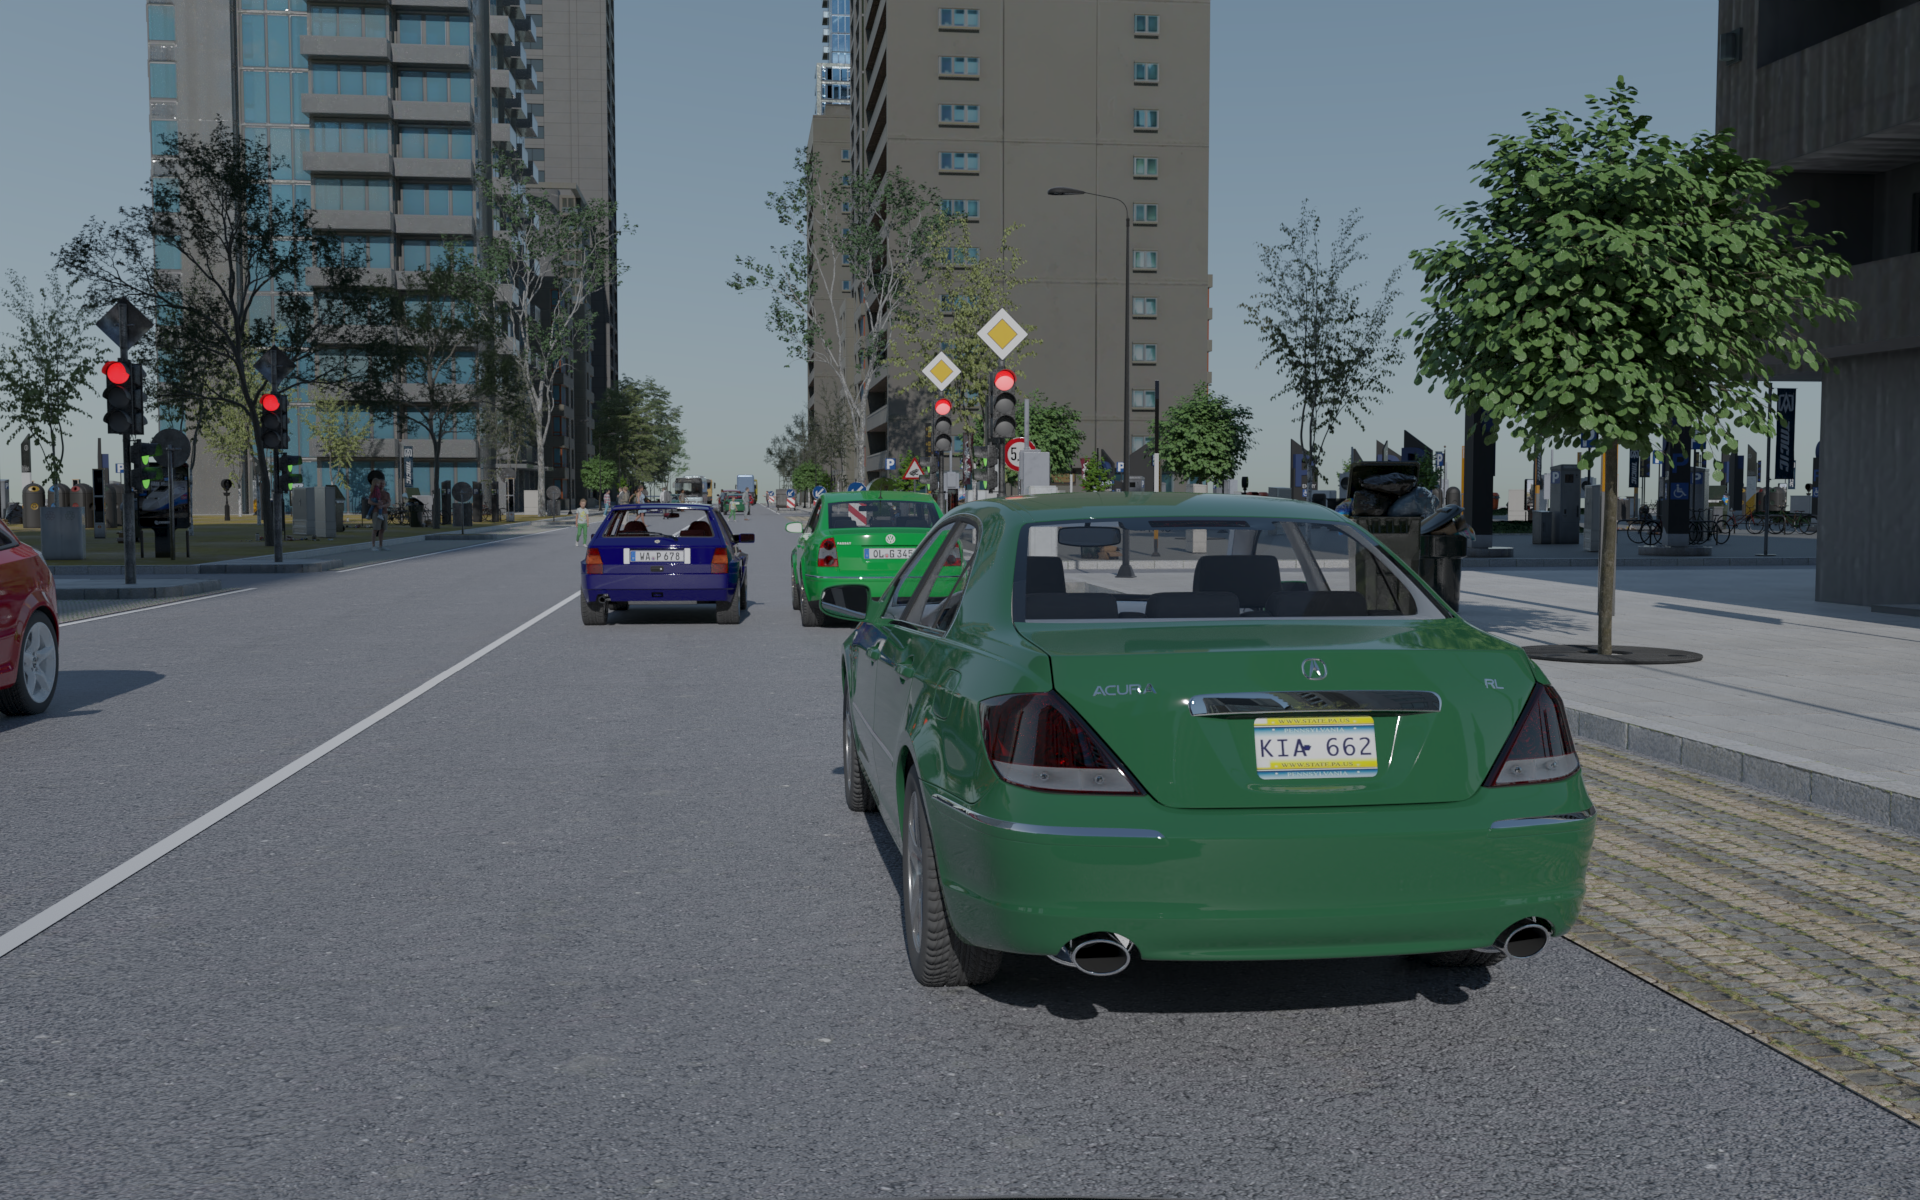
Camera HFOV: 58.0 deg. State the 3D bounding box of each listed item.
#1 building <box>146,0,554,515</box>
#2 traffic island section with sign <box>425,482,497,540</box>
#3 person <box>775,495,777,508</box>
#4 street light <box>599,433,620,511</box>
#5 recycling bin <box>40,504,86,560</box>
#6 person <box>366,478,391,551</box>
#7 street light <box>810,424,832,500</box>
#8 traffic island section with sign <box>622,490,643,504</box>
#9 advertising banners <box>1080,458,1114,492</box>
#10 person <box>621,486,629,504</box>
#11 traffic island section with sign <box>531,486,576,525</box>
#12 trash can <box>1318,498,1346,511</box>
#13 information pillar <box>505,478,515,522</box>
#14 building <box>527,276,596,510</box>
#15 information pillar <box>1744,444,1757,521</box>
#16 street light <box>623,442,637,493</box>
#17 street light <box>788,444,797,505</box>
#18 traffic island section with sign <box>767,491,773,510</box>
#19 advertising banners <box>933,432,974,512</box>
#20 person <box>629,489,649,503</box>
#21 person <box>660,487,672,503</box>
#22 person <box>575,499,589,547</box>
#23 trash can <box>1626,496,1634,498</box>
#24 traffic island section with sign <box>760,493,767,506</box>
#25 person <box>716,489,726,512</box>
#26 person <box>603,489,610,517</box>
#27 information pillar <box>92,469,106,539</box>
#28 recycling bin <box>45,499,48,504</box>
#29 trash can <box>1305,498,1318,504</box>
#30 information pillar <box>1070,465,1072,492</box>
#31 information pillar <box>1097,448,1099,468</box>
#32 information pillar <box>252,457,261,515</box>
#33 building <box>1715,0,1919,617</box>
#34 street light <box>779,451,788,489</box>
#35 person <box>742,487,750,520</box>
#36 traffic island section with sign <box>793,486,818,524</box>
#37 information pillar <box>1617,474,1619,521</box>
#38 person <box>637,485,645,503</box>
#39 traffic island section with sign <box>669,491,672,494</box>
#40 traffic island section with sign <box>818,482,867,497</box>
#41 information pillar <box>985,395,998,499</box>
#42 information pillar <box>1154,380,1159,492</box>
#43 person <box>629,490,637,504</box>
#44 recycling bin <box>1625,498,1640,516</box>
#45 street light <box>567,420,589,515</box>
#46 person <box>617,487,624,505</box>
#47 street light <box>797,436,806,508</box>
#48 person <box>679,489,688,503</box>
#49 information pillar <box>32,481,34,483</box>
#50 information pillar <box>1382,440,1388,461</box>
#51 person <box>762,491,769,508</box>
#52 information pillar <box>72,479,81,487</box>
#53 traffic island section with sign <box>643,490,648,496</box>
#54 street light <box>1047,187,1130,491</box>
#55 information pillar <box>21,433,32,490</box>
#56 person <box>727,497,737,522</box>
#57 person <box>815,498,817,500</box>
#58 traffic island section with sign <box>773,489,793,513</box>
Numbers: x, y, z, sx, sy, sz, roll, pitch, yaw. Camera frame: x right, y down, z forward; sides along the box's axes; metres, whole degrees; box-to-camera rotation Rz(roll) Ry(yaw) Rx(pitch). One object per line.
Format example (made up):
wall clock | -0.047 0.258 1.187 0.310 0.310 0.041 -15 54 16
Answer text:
building | -41.576 -30.622 120.286 23.786 49.044 30.456 0 4 -7
traffic island section with sign | -15.653 -2.802 54.446 1.989 1.847 2.006 0 4 -7
person | -18.692 -10.298 177.816 0.756 1.711 0.436 -3 4 -37
street light | -26.777 -9.725 131.550 1.470 5.913 1.316 0 4 -7
recycling bin | -17.555 -1.306 33.909 0.722 1.027 0.722 -1 4 -22
person | -14.599 -2.141 43.476 0.573 1.828 0.580 0 4 -5
street light | -9.107 -8.725 115.198 1.470 5.913 1.316 0 4 -7
traffic island section with sign | -25.434 -7.545 131.988 1.989 1.847 2.006 0 4 -7
advertising banners | 6.805 -5.343 83.547 2.074 3.025 0.090 0 4 -1
person | -14.344 -3.980 74.114 0.362 1.759 0.519 0 4 2
traffic island section with sign | -19.021 -4.438 81.191 1.989 1.847 2.006 0 4 -7
trash can | 13.101 -2.978 60.341 0.748 1.137 0.748 0 3 0
information pillar | -20.845 -4.633 80.242 0.304 2.012 0.304 -2 4 -35
building | -47.052 -18.670 150.293 27.650 21.520 28.899 0 4 -7
information pillar | 37.038 -5.488 81.079 0.183 3.616 0.504 -2 4 -26
street light | -29.821 -11.135 154.597 1.470 5.913 1.316 0 4 -7
street light | -15.079 -11.575 161.793 1.470 5.913 1.316 0 4 -7
traffic island section with sign | -16.450 -9.209 159.196 1.989 1.847 2.006 0 4 -7
advertising banners | -0.219 -3.266 49.580 0.090 3.025 2.074 -2 4 -35
person | -20.343 -6.191 109.810 1.348 1.812 0.705 0 4 4
person | -16.630 -5.465 97.954 0.679 1.850 0.850 -1 4 -18
person | -10.205 -2.079 46.741 0.306 1.304 0.590 -2 4 -35
trash can | 44.879 -6.371 115.823 0.748 1.137 0.748 0 3 0
traffic island section with sign | -26.925 -14.283 242.158 1.989 1.847 2.006 0 4 -7
person | -18.593 -7.754 135.266 0.705 1.826 1.348 1 4 23
person | -21.937 -6.003 107.485 0.643 1.720 0.563 -2 4 -35
information pillar | -24.848 -2.783 49.996 0.304 2.012 0.304 -1 4 -22
recycling bin | -48.040 -4.793 90.927 0.722 1.027 0.722 1 4 13
trash can | 13.267 -3.249 64.773 0.748 1.137 0.748 0 3 0
information pillar | 4.709 -5.020 73.430 0.183 3.616 0.504 0 4 1
information pillar | 6.965 -5.879 87.476 0.183 3.616 0.504 1 4 8
information pillar | -42.389 -6.915 104.408 0.504 3.616 0.183 -3 5 -40
building | 15.870 -15.036 17.534 14.160 30.474 14.107 0 4 -7
street light | -19.506 -13.741 197.208 1.470 5.913 1.316 0 4 -7
person | -11.661 -5.256 94.542 0.391 1.810 0.635 0 4 2
traffic island section with sign | -6.926 -4.592 83.709 1.989 1.847 2.006 0 4 -7
information pillar | 24.290 -3.667 64.452 0.304 2.012 0.304 0 4 4
person | -14.033 -4.115 75.866 0.778 1.811 0.616 1 4 8
traffic island section with sign | -39.057 -14.139 239.805 1.989 1.847 2.006 0 4 -7
traffic island section with sign | -3.541 -2.956 56.966 1.989 1.847 2.006 0 4 -7
information pillar | 0.788 -3.035 40.977 0.504 3.616 0.183 -3 5 -39
information pillar | 4.027 -2.699 35.491 0.183 3.616 0.504 0 4 6
person | -22.529 -6.805 120.486 0.721 1.735 1.217 3 5 43
recycling bin | 39.168 -5.408 100.969 0.722 1.027 0.722 -3 5 -44
street light | -23.875 -8.306 108.349 1.470 5.913 1.316 0 4 -7
person | -19.582 -5.617 100.309 0.822 1.834 0.622 -3 4 -37
street light | -12.064 -10.150 138.494 1.470 5.913 1.316 0 4 -7
person | -21.994 -7.893 137.559 0.705 1.824 1.348 1 4 19
information pillar | -50.905 -5.534 94.971 0.304 2.012 0.304 -2 4 -29
information pillar | 18.469 -5.135 75.317 0.183 3.616 0.504 2 4 34
person | -20.199 -10.467 180.160 0.750 1.759 0.617 0 4 -1
information pillar | -43.548 -4.949 85.409 0.304 2.012 0.304 0 4 -8
traffic island section with sign | -28.818 -9.181 158.730 1.989 1.847 2.006 0 4 -7
street light | 2.014 -3.295 26.408 1.470 5.913 1.316 0 4 -7
information pillar | -36.068 -4.624 66.953 0.504 3.616 0.183 2 4 26
person | -11.807 -4.711 89.773 0.590 1.304 0.306 2 4 35
person | -8.079 -5.189 97.610 0.475 1.303 0.640 -2 4 -24
traffic island section with sign | -13.077 -7.573 132.452 1.989 1.847 2.006 0 4 -7
